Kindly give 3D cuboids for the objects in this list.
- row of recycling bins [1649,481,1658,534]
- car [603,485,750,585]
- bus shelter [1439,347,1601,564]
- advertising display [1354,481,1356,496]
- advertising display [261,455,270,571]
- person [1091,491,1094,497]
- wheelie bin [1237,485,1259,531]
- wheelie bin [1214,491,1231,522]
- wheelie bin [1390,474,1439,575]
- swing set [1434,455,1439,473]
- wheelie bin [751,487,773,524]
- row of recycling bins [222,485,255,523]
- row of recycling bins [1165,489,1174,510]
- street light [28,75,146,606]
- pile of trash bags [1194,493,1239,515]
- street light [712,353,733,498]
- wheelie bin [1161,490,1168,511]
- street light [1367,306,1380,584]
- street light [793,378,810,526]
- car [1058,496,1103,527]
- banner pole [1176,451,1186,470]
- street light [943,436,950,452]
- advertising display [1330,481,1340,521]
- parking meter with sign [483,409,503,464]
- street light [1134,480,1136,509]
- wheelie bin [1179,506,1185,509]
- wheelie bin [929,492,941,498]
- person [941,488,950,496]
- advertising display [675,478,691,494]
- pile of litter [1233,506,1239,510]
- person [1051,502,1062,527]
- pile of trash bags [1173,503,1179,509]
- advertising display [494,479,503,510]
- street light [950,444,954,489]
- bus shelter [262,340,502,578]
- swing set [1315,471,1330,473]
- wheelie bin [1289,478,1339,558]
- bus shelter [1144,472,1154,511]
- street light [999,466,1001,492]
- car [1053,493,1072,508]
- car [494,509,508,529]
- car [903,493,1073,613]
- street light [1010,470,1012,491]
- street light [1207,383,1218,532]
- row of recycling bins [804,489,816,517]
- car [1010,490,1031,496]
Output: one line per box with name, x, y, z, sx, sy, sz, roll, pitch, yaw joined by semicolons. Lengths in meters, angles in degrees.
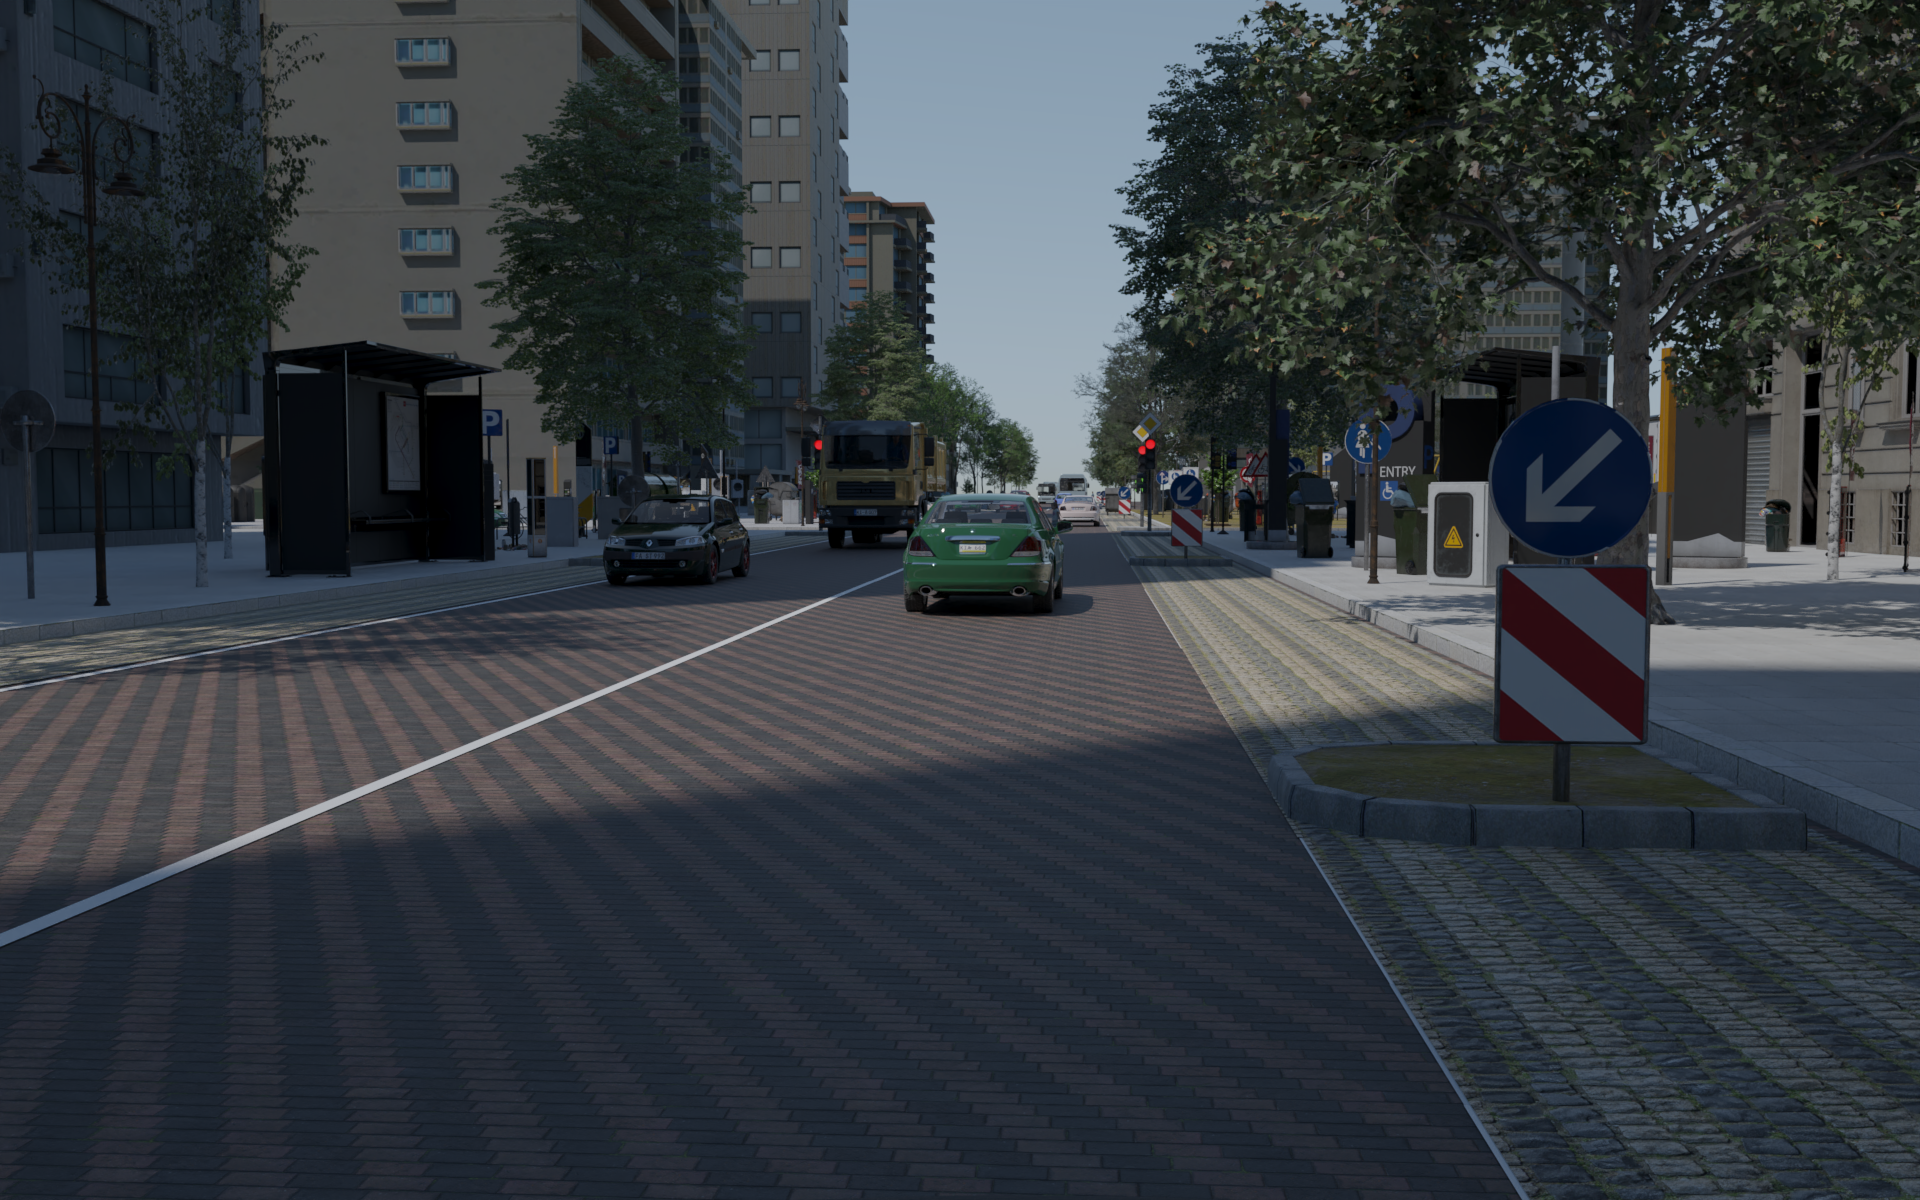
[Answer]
row of recycling bins;21.252;-3.000;56.166;3.534;1.692;1.069;1;4;22
car;-4.644;-1.158;28.726;2.009;1.686;4.222;0;4;5
bus shelter;9.620;-2.412;30.719;1.731;3.624;6.357;0;4;4
advertising display;20.391;-5.038;87.588;0.974;1.923;0.123;-1;4;-11
advertising display;-11.723;-1.476;29.351;0.123;1.923;0.974;-1;4;-19
person;19.237;-14.856;251.384;0.705;1.826;1.348;-1;4;-20
wheelie bin;9.931;-3.174;59.796;0.693;1.594;0.980;1;4;15
wheelie bin;11.930;-4.344;78.939;0.980;1.594;0.693;-2;4;-25
wheelie bin;7.296;-1.206;27.634;0.980;1.594;0.693;-2;4;-24
swing set;18.236;-4.350;68.737;3.119;2.851;2.862;-2;4;-34
wheelie bin;-8.516;-4.074;74.523;0.980;1.594;0.693;0;4;-1
row of recycling bins;-33.244;-4.383;78.768;1.069;1.692;3.534;1;4;10
row of recycling bins;16.618;-8.005;138.002;1.069;1.692;3.534;1;4;9
street light;-9.847;-2.869;19.698;0.468;5.910;1.993;0;4;4
pile of trash bags;15.804;-5.931;106.726;3.447;1.369;1.912;0;4;-6
street light;-7.345;-4.958;53.846;0.468;5.910;1.993;0;4;4
wheelie bin;15.078;-7.473;130.091;0.980;1.594;0.693;-1;4;-17
street light;5.917;-3.169;24.609;0.468;5.910;1.993;0;4;4
street light;-6.282;-5.889;69.072;0.468;5.910;1.993;0;4;4
car;5.351;-3.990;77.602;2.083;1.381;4.827;0;4;5
banner pole;12.878;-6.811;101.379;0.863;3.779;0.401;-2;4;-27
street light;-1.308;-10.096;137.853;0.468;5.910;1.993;0;4;4
advertising display;18.014;-4.832;84.214;0.123;1.923;0.974;-3;5;-41
parking meter with sign;-10.079;-2.452;36.358;0.543;3.016;1.738;-2;4;-29
street light;15.184;-10.862;150.388;0.468;5.910;1.993;0;4;4
wheelie bin;14.968;-6.596;115.759;0.980;1.594;0.693;3;4;36
wheelie bin;-1.881;-7.507;130.643;0.980;1.594;0.693;-2;4;-29
person;-0.797;-5.606;100.175;0.660;1.820;0.620;0;4;5
advertising display;-11.551;-4.042;71.303;0.974;1.923;0.123;0;4;7
pile of litter;21.845;-7.527;137.034;1.176;0.858;1.719;0;4;8
person;2.723;-2.135;48.423;0.382;1.210;0.505;-2;4;-26
pile of trash bags;18.197;-7.594;133.921;3.447;1.369;1.912;-2;4;-31
advertising display;-20.710;-4.371;76.675;0.974;1.923;0.123;1;4;16
street light;-0.684;-10.547;145.224;0.468;5.910;1.993;0;4;4
bus shelter;-9.694;-2.347;29.659;1.731;3.624;6.357;0;4;4
swing set;24.904;-7.316;117.228;2.862;2.851;3.119;-2;4;-35
wheelie bin;7.078;-1.644;34.790;0.980;1.594;0.693;0;4;-7
bus shelter;14.752;-8.833;135.709;1.731;3.624;6.357;0;4;4
street light;5.314;-15.621;228.198;0.468;5.910;1.993;0;4;4
car;8.366;-7.889;138.571;1.945;1.707;3.694;0;4;4
car;-19.484;-3.273;65.315;4.920;1.459;2.131;0;4;3
car;0.374;-0.650;22.423;2.131;1.459;4.920;0;4;6
street light;7.798;-17.746;262.926;0.468;5.910;1.993;0;4;4
street light;8.534;-5.238;58.436;0.468;5.910;1.993;0;4;4
row of recycling bins;-7.189;-5.557;97.975;3.534;1.692;1.069;1;4;11
car;5.455;-9.309;160.872;2.281;1.827;5.304;0;4;5
